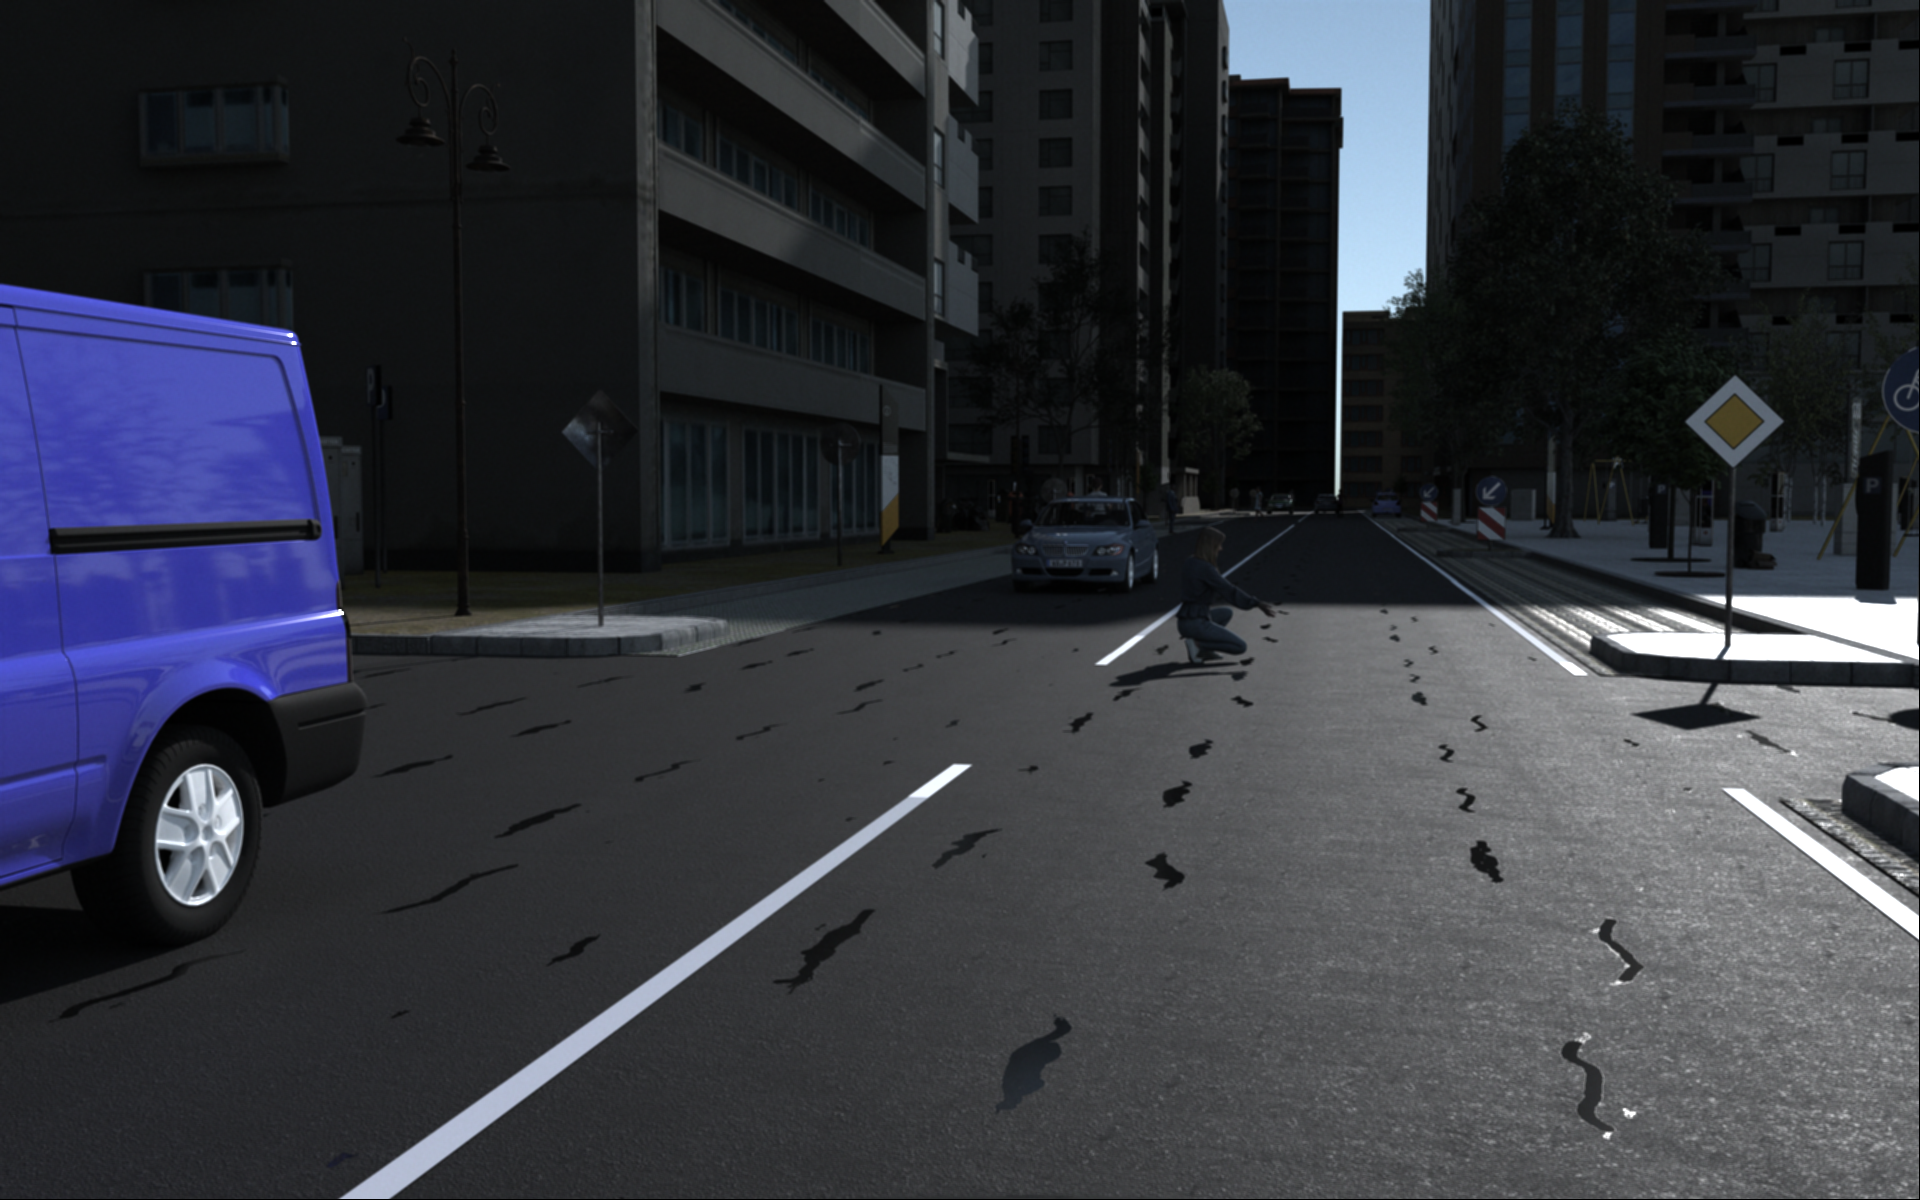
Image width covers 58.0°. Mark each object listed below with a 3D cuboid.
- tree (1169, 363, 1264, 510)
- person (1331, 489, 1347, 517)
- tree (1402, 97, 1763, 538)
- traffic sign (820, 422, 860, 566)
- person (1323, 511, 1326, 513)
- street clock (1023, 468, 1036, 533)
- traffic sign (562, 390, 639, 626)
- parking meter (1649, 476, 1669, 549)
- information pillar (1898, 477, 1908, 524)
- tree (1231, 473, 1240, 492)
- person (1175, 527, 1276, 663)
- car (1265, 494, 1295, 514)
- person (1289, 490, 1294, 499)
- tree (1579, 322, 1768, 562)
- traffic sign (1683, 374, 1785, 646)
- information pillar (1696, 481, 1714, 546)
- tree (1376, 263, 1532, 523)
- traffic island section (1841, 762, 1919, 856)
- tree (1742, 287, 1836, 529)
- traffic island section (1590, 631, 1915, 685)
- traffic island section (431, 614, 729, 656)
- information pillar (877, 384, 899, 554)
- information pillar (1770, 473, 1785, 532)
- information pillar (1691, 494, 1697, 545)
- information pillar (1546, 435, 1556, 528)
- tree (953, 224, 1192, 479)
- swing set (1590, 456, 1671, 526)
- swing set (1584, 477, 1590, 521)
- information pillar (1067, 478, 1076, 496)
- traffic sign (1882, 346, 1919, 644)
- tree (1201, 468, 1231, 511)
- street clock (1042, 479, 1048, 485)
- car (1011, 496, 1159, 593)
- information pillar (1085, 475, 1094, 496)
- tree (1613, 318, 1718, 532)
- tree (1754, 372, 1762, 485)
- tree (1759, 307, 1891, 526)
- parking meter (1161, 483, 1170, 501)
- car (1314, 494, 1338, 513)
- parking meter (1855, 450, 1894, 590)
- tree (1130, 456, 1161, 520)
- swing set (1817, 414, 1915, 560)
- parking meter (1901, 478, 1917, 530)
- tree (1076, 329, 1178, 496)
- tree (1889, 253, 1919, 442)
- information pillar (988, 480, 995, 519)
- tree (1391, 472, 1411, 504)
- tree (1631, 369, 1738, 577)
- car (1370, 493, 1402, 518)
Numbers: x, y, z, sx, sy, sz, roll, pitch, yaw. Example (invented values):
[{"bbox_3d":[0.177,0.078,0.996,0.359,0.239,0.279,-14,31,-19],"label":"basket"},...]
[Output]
[{"bbox_3d":[20.329,-12.910,136.826,9.928,11.665,9.643,0,3,0],"label":"tree"},{"bbox_3d":[23.354,-5.958,106.604,1.217,1.739,0.721,-2,4,-29],"label":"person"},{"bbox_3d":[17.815,-8.160,50.431,9.611,12.733,9.660,0,3,0],"label":"tree"},{"bbox_3d":[-2.149,-1.880,30.848,0.768,2.556,0.104,1,4,17],"label":"traffic sign"},{"bbox_3d":[28.314,-7.513,134.563,0.599,1.433,0.991,3,4,39],"label":"person"},{"bbox_3d":[1.963,-2.720,49.035,0.358,2.002,0.471,0,4,1],"label":"street clock"},{"bbox_3d":[-3.479,-0.801,16.738,0.795,2.450,0.064,1,4,12],"label":"traffic sign"},{"bbox_3d":[16.443,-2.144,40.772,0.399,1.863,0.255,0,4,3],"label":"parking meter"},{"bbox_3d":[40.227,-4.241,73.831,0.304,2.012,0.304,0,4,2],"label":"information pillar"},{"bbox_3d":[24.813,-9.889,156.280,1.663,3.219,1.824,0,3,0],"label":"tree"},{"bbox_3d":[2.195,-0.059,14.970,0.738,1.151,1.012,-1,4,-12],"label":"person"},{"bbox_3d":[23.003,-6.883,124.335,2.131,1.459,4.920,1,4,12],"label":"car"},{"bbox_3d":[24.689,-7.330,129.007,0.551,1.740,0.621,3,5,41],"label":"person"},{"bbox_3d":[13.701,-3.021,33.105,4.285,4.588,4.351,0,3,0],"label":"tree"},{"bbox_3d":[6.479,-0.668,14.560,0.795,2.450,0.064,1,4,12],"label":"traffic sign"},{"bbox_3d":[18.333,-2.325,42.512,0.304,2.012,0.304,2,4,26],"label":"information pillar"},{"bbox_3d":[22.444,-9.268,77.280,9.928,11.665,9.643,0,3,0],"label":"tree"},{"bbox_3d":[4.807,0.945,6.829,2.009,0.180,2.903,1,4,12],"label":"traffic island section"},{"bbox_3d":[30.065,-6.874,62.751,4.737,8.622,4.395,0,3,0],"label":"tree"},{"bbox_3d":[6.504,0.468,14.632,2.009,0.180,2.903,1,4,12],"label":"traffic island section"},{"bbox_3d":[-3.503,0.335,16.805,2.009,0.180,2.903,1,4,12],"label":"traffic island section"},{"bbox_3d":[-1.532,-2.803,37.182,0.504,3.616,0.183,-3,5,-44],"label":"information pillar"},{"bbox_3d":[27.884,-3.340,59.096,0.304,2.012,0.304,-2,4,-24],"label":"information pillar"},{"bbox_3d":[18.559,-2.382,43.434,0.304,2.012,0.304,1,4,9],"label":"information pillar"},{"bbox_3d":[22.347,-4.532,65.445,0.183,3.616,0.504,-1,4,-12],"label":"information pillar"},{"bbox_3d":[3.533,-7.701,60.318,8.767,10.594,7.601,-3,4,-36],"label":"tree"},{"bbox_3d":[28.348,-4.527,71.637,3.119,2.851,2.862,-1,4,-8],"label":"swing set"},{"bbox_3d":[30.516,-5.036,79.959,3.119,2.851,2.862,0,4,7],"label":"swing set"},{"bbox_3d":[5.100,-4.592,79.578,0.304,2.012,0.304,-2,4,-29],"label":"information pillar"},{"bbox_3d":[8.264,-0.899,14.804,0.768,2.556,0.104,1,4,15],"label":"traffic sign"},{"bbox_3d":[19.056,-8.298,130.273,1.663,3.219,1.824,0,3,0],"label":"tree"},{"bbox_3d":[4.072,-4.785,82.798,0.358,2.002,0.471,1,4,20],"label":"street clock"},{"bbox_3d":[2.017,-0.906,26.814,2.014,1.417,4.499,1,4,14],"label":"car"},{"bbox_3d":[4.937,-3.771,66.147,0.304,2.012,0.304,-1,4,-11],"label":"information pillar"},{"bbox_3d":[23.468,-6.607,58.394,4.360,8.622,3.978,0,3,0],"label":"tree"},{"bbox_3d":[36.444,-7.552,73.842,4.360,8.622,3.978,0,3,0],"label":"tree"},{"bbox_3d":[34.535,-7.227,68.525,4.360,8.622,3.978,0,3,0],"label":"tree"},{"bbox_3d":[10.702,-5.176,90.335,0.399,1.863,0.255,3,4,38],"label":"parking meter"},{"bbox_3d":[27.698,-7.266,130.800,2.014,1.417,4.499,1,4,13],"label":"car"},{"bbox_3d":[12.277,-1.075,23.281,0.255,1.863,0.399,-3,5,-44],"label":"parking meter"},{"bbox_3d":[9.304,-5.669,87.289,1.663,3.219,1.824,0,3,0],"label":"tree"},{"bbox_3d":[18.876,-2.198,33.560,3.119,2.851,2.862,-2,4,-34],"label":"swing set"},{"bbox_3d":[35.549,-3.613,64.784,0.399,1.863,0.255,1,4,18],"label":"parking meter"},{"bbox_3d":[7.293,-7.743,76.953,4.360,8.622,3.978,0,3,0],"label":"tree"},{"bbox_3d":[28.851,-6.168,51.208,4.737,8.622,4.395,0,3,0],"label":"tree"},{"bbox_3d":[1.666,-5.277,90.771,0.304,2.012,0.304,1,4,17],"label":"information pillar"},{"bbox_3d":[37.161,-9.235,145.586,1.663,3.219,1.824,0,3,0],"label":"tree"},{"bbox_3d":[11.331,-1.990,27.146,1.663,3.219,1.824,0,3,0],"label":"tree"},{"bbox_3d":[26.182,-5.919,106.363,1.945,1.707,3.694,1,4,12],"label":"car"}]
